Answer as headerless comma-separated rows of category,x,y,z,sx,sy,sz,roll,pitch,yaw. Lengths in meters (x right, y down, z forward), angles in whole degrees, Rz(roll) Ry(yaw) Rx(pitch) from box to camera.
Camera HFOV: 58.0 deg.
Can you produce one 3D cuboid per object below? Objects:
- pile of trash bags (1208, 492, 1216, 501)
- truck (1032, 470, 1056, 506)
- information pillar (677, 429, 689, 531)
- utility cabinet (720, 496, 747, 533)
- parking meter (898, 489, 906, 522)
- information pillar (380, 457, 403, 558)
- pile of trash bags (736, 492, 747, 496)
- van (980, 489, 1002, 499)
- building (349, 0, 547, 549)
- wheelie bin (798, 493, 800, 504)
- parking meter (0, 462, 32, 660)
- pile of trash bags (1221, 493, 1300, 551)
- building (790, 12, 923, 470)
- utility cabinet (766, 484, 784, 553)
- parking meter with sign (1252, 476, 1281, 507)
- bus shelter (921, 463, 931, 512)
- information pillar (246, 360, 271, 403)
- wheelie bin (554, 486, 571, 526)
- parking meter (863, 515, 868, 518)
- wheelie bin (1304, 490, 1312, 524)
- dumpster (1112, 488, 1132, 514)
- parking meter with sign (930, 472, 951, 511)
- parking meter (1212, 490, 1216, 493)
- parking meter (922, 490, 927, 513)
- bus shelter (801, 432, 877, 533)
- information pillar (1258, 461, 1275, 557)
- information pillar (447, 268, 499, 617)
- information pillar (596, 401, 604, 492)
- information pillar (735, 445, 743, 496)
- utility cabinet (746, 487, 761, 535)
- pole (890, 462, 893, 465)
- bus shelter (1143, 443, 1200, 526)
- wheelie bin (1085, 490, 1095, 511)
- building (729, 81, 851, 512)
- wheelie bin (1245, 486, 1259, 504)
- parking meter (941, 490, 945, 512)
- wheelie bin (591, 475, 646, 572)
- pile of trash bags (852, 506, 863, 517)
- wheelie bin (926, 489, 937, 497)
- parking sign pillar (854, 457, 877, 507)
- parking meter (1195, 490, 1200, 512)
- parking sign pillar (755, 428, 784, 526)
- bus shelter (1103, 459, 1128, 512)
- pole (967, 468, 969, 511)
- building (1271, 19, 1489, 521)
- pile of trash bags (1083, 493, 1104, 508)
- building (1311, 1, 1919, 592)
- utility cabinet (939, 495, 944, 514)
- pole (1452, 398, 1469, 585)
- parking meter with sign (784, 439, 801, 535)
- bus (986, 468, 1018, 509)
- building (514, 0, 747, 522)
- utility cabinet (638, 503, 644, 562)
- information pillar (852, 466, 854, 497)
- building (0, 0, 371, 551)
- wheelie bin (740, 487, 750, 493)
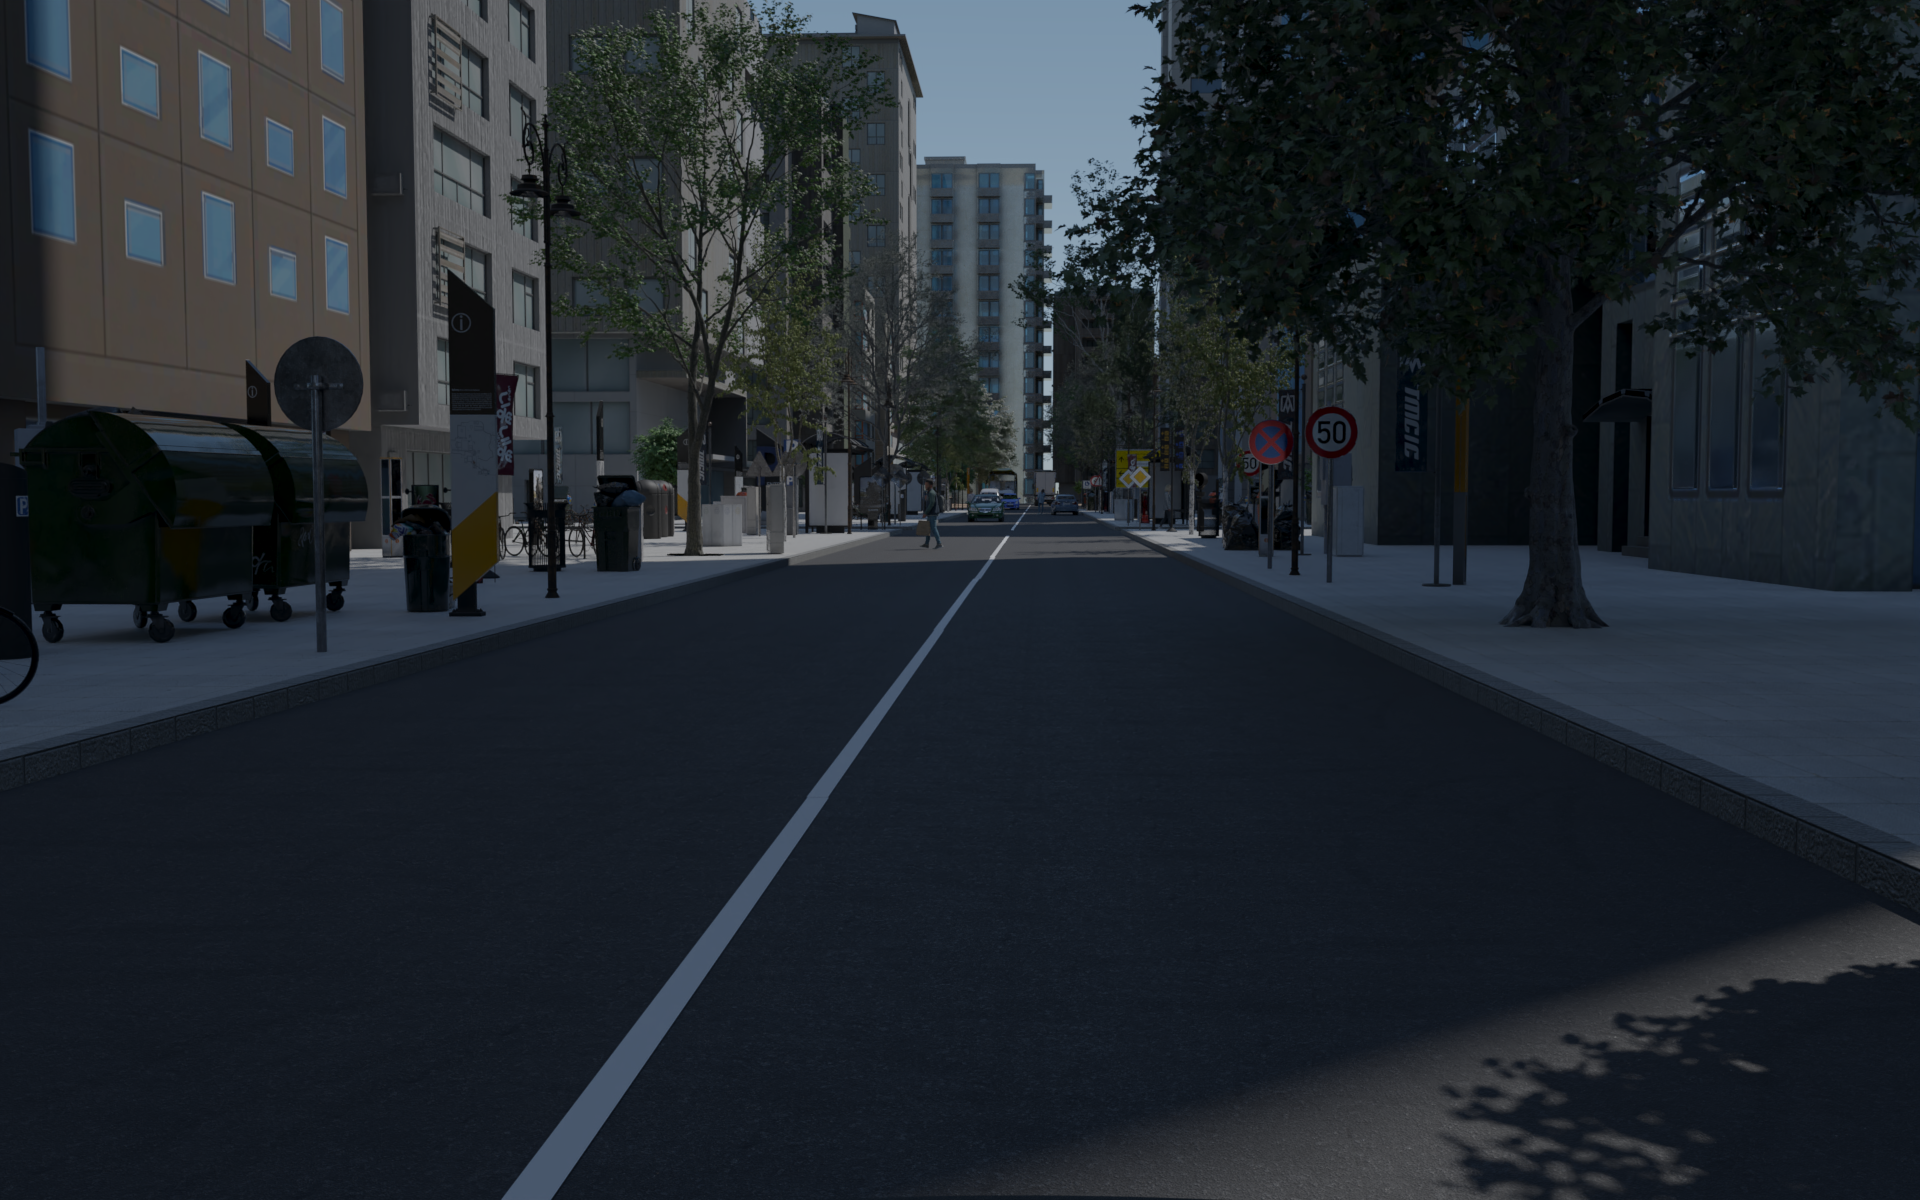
pile of trash bags,15.599,-5.439,98.672,3.447,1.369,1.912,-2,4,-29
truck,10.200,-13.473,209.191,2.839,4.237,11.283,0,4,2
information pillar,-9.475,-4.176,59.639,0.504,3.616,0.183,0,4,1
utility cabinet,-7.348,-2.788,56.743,1.020,1.237,0.306,2,4,31
parking meter,-2.708,-4.421,80.701,0.372,1.533,0.369,0,3,0
information pillar,-11.455,-1.861,34.919,0.304,2.012,0.304,2,4,33
pile of trash bags,-8.578,-3.964,74.556,1.912,1.369,3.447,-3,5,-43
van,2.225,-7.573,130.823,2.013,2.044,4.112,0,4,4
building,-19.106,-22.177,46.196,14.086,41.232,14.154,0,4,3
wheelie bin,-8.658,-4.956,88.936,0.980,1.594,0.693,3,4,37
parking meter,-7.462,-0.312,13.506,0.372,1.533,0.369,0,3,0
pile of trash bags,7.139,-1.902,40.850,1.912,1.369,3.447,1,4,11
building,-18.855,-37.324,199.487,27.495,52.752,28.713,0,4,3
utility cabinet,-4.003,-1.754,37.357,0.318,1.500,1.173,-1,4,-10
parking meter with sign,13.033,-4.818,75.038,1.738,3.016,0.543,1,4,18
bus shelter,-2.976,-6.982,108.087,2.014,3.302,5.546,0,4,3
information pillar,-12.212,-2.376,30.199,0.504,3.616,0.183,1,4,22
wheelie bin,-16.235,-3.819,70.342,0.980,1.594,0.693,0,4,1
parking meter,-5.045,-5.202,93.462,0.372,1.533,0.369,0,3,0
wheelie bin,15.261,-4.087,74.735,0.980,1.594,0.693,1,4,9
dumpster,10.566,-6.533,112.575,1.264,1.857,1.865,0,4,2
parking meter with sign,-1.622,-8.679,138.163,1.738,3.016,0.543,0,4,7
parking meter,15.530,-5.935,105.444,0.372,1.533,0.369,0,3,0
parking meter,-2.702,-7.558,131.983,0.372,1.533,0.369,0,3,0
bus shelter,-4.197,-3.986,59.092,2.014,3.302,5.546,0,4,3
information pillar,6.285,-1.897,35.515,0.304,2.012,0.304,1,4,9
information pillar,-5.097,-1.636,18.105,0.504,3.616,0.183,0,4,-1
information pillar,-8.977,-3.175,43.258,0.183,3.616,0.504,0,3,0
information pillar,-10.610,-5.606,83.006,0.183,3.616,0.504,3,4,37
utility cabinet,-6.481,-2.793,54.337,0.318,1.500,1.173,0,4,1
pole,-4.207,-6.897,106.614,0.158,3.312,0.155,0,3,0
bus shelter,8.685,-4.731,71.275,2.014,3.302,5.546,0,4,3
wheelie bin,10.014,-7.625,132.569,0.693,1.594,0.980,-2,4,-33
building,-15.494,-21.486,123.001,14.160,30.474,14.107,0,4,3
wheelie bin,11.972,-3.777,69.655,0.980,1.594,0.693,-1,4,-11
parking meter,-1.249,-6.956,122.148,0.372,1.533,0.369,0,3,0
wheelie bin,-5.680,-1.275,28.758,0.980,1.594,0.693,1,4,10
pile of trash bags,-6.414,-5.270,95.910,3.447,1.369,1.912,1,4,18
wheelie bin,-1.865,-6.570,115.320,0.980,1.594,0.693,-3,5,-45
parking sign pillar,-6.983,-8.339,124.821,1.447,3.967,1.447,0,4,5
parking meter,15.866,-6.548,115.466,0.372,1.533,0.369,0,3,0
parking sign pillar,-7.690,-5.037,70.823,1.447,3.967,1.447,0,4,4
bus shelter,10.785,-7.860,119.800,1.731,3.624,6.357,0,4,3
pole,0.638,-8.633,134.997,0.158,3.312,0.155,0,3,0
building,23.169,-26.499,83.373,14.200,45.320,14.600,0,4,3
pile of trash bags,11.091,-8.012,140.753,1.912,1.369,3.447,-2,4,-31
building,21.363,-44.191,35.200,22.319,86.520,31.000,0,4,3
utility cabinet,-1.374,-6.281,113.863,0.306,1.237,1.020,1,4,18
pole,7.065,-1.869,24.400,0.158,3.312,0.155,0,3,0
parking meter with sign,-5.332,-3.558,54.430,0.543,3.016,1.738,0,4,-1
bus,4.140,-10.635,165.435,2.896,3.916,12.252,0,4,3
building,-25.357,-30.685,90.942,28.713,52.752,27.495,0,4,3
utility cabinet,-6.209,-1.344,33.129,0.306,1.237,1.020,0,4,-8
information pillar,-8.364,-8.802,135.263,0.504,3.616,0.183,-2,4,-26
building,-20.506,-23.303,31.109,14.600,45.320,14.200,0,4,3
wheelie bin,-9.859,-4.452,80.697,0.980,1.594,0.693,1,4,11
